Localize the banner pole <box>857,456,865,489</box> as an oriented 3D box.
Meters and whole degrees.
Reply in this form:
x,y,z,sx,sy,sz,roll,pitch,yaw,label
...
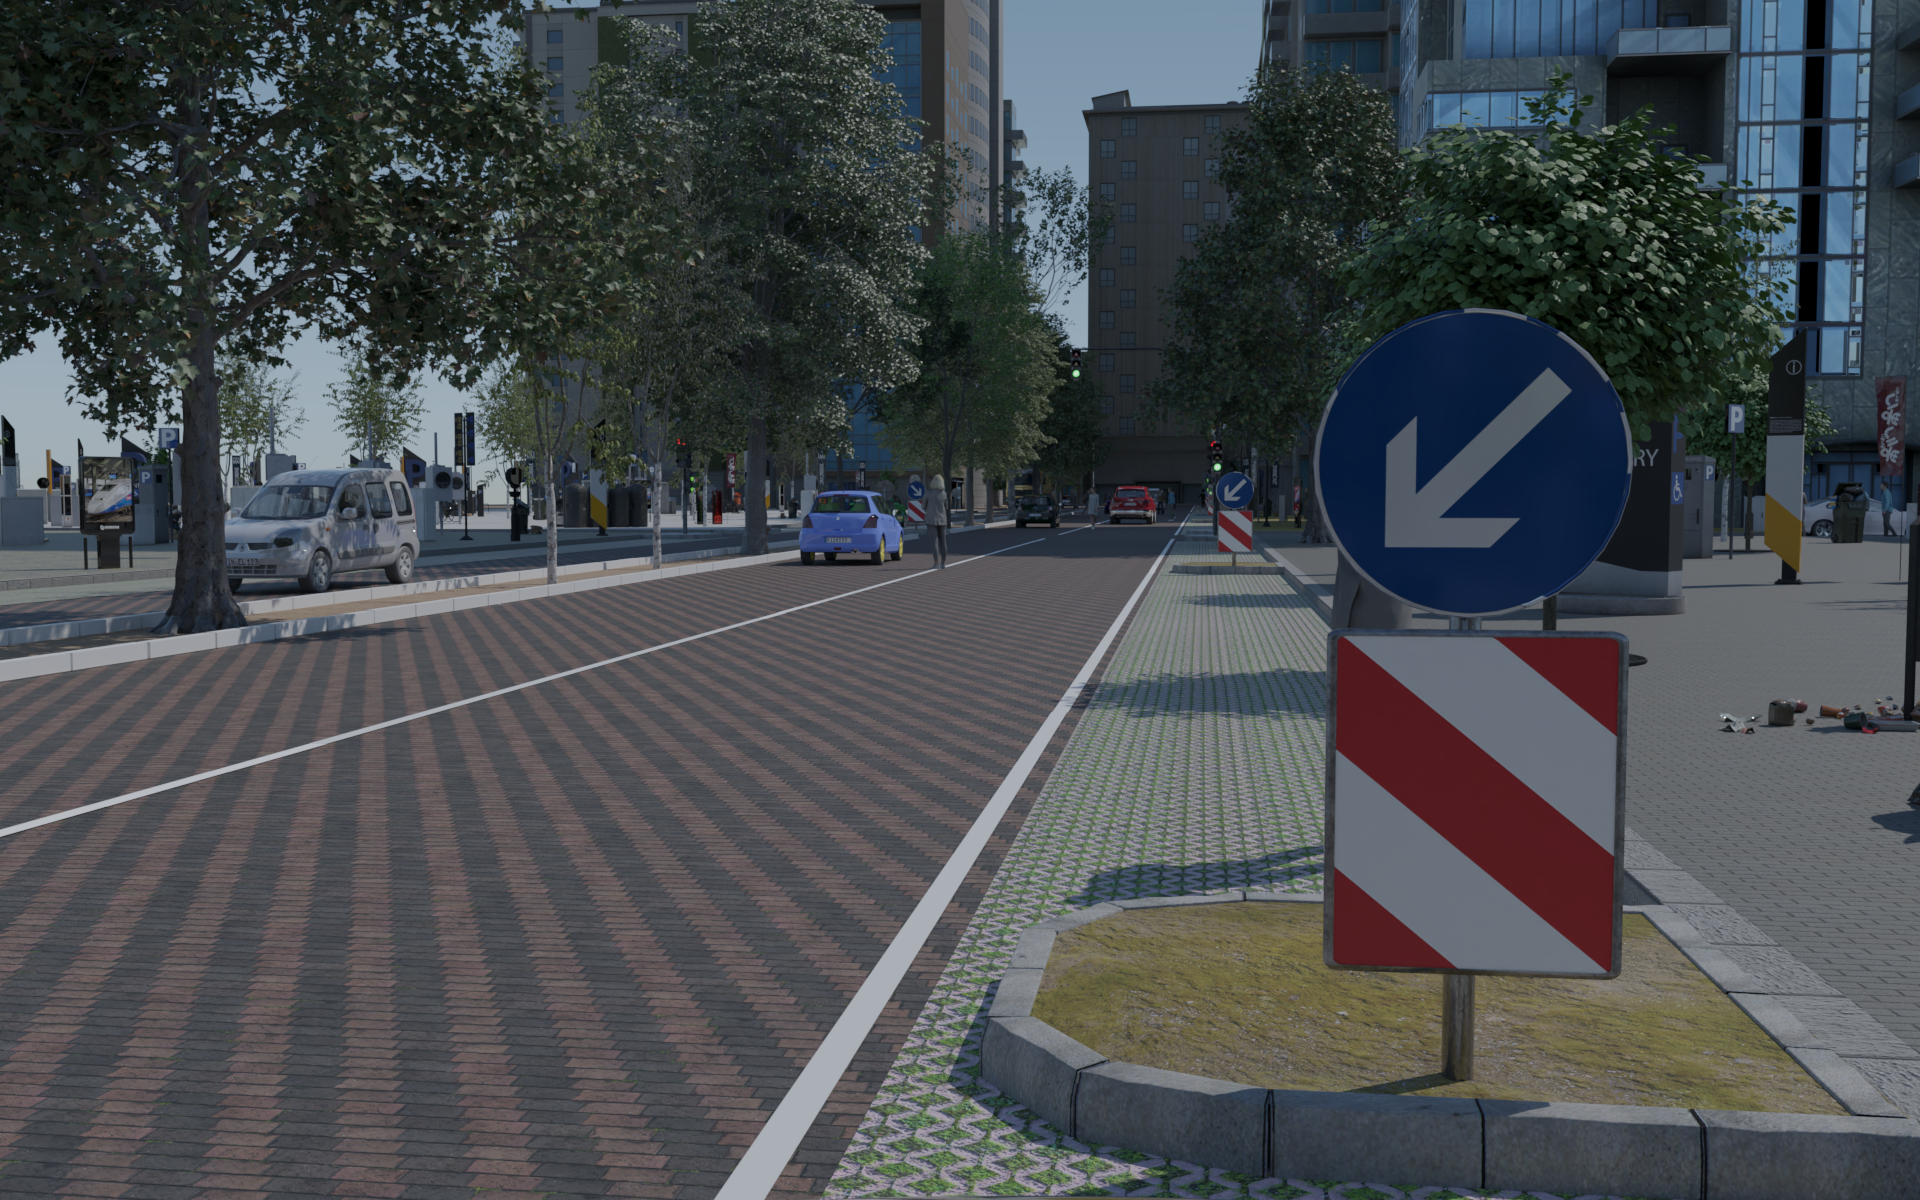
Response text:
x,y,z,sx,sy,sz,roll,pitch,yaw,label
-6.570,-7.615,114.521,0.863,3.779,0.401,-3,5,-43,banner pole

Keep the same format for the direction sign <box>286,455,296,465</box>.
x,y,z,sx,sy,sz,roll,pitch,yaw,label
-38.876,-6.636,100.497,0.379,3.537,0.876,2,4,35,direction sign

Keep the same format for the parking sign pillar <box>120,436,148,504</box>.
x,y,z,sx,sy,sz,roll,pitch,yaw,label
-38.145,-5.609,80.183,1.447,3.967,1.447,0,4,-4,parking sign pillar

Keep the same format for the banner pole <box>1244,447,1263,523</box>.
x,y,z,sx,sy,sz,roll,pitch,yaw,label
13.289,-5.368,77.776,0.401,3.779,0.863,-2,4,-24,banner pole

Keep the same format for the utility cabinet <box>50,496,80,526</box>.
x,y,z,sx,sy,sz,roll,pitch,yaw,label
-35.556,-3.527,68.831,1.020,1.237,0.306,-1,4,-18,utility cabinet

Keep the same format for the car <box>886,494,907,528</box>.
x,y,z,sx,sy,sz,roll,pitch,yaw,label
-3.225,-3.597,67.603,1.959,1.807,4.718,0,4,8,car

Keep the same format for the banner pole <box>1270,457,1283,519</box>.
x,y,z,sx,sy,sz,roll,pitch,yaw,label
16.523,-6.117,90.038,0.863,3.779,0.401,1,4,14,banner pole

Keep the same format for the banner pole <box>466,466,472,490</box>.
x,y,z,sx,sy,sz,roll,pitch,yaw,label
-39.802,-9.210,140.597,0.401,3.779,0.863,1,4,20,banner pole

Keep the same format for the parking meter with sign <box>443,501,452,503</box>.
x,y,z,sx,sy,sz,roll,pitch,yaw,label
-35.553,-7.453,118.122,1.738,3.016,0.543,-1,4,-22,parking meter with sign

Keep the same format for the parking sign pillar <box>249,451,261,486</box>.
x,y,z,sx,sy,sz,roll,pitch,yaw,label
-41.985,-7.019,103.233,1.447,3.967,1.447,-1,4,-12,parking sign pillar

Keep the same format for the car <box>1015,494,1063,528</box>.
x,y,z,sx,sy,sz,roll,pitch,yaw,label
3.355,-3.936,74.141,2.009,1.686,4.222,0,4,7,car

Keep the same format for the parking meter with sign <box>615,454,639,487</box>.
x,y,z,sx,sy,sz,roll,pitch,yaw,label
-14.615,-4.787,74.526,0.543,3.016,1.738,2,4,33,parking meter with sign

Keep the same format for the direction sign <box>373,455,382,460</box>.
x,y,z,sx,sy,sz,roll,pitch,yaw,label
-33.446,-6.573,99.472,0.379,3.537,0.876,2,4,32,direction sign

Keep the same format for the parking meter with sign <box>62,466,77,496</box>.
x,y,z,sx,sy,sz,roll,pitch,yaw,label
-55.014,-6.831,107.944,0.543,3.016,1.738,1,4,15,parking meter with sign

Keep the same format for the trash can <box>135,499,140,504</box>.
x,y,z,sx,sy,sz,roll,pitch,yaw,label
-22.665,-2.200,47.630,0.748,1.137,0.748,0,3,0,trash can

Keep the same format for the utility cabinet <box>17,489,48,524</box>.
x,y,z,sx,sy,sz,roll,pitch,yaw,label
-38.764,-3.890,72.273,1.173,1.500,0.318,-1,4,-22,utility cabinet

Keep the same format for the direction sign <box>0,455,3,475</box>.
x,y,z,sx,sy,sz,roll,pitch,yaw,label
-55.586,-6.646,100.660,0.876,3.537,0.379,-1,4,-17,direction sign

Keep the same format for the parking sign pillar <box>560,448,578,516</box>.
x,y,z,sx,sy,sz,roll,pitch,yaw,label
-22.826,-6.903,101.336,1.447,3.967,1.447,-3,5,-41,parking sign pillar

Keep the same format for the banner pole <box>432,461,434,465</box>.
x,y,z,sx,sy,sz,roll,pitch,yaw,label
-39.162,-8.534,129.545,0.401,3.779,0.863,3,5,39,banner pole

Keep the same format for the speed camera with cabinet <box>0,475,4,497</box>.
x,y,z,sx,sy,sz,roll,pitch,yaw,label
-45.021,-5.409,82.777,0.660,3.252,2.038,1,4,21,speed camera with cabinet

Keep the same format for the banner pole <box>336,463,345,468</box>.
x,y,z,sx,sy,sz,roll,pitch,yaw,label
-50.238,-9.214,140.659,0.863,3.779,0.401,-1,4,-22,banner pole

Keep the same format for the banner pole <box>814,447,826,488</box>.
x,y,z,sx,sy,sz,roll,pitch,yaw,label
-6.900,-5.794,84.746,0.863,3.779,0.401,2,4,28,banner pole

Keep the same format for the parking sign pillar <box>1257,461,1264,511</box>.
x,y,z,sx,sy,sz,roll,pitch,yaw,label
23.201,-8.910,134.157,1.447,3.967,1.447,1,4,18,parking sign pillar

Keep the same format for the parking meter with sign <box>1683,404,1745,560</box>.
x,y,z,sx,sy,sz,roll,pitch,yaw,label
14.639,-2.341,34.544,0.543,3.016,1.738,-2,4,-35,parking meter with sign

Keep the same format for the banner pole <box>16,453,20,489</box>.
x,y,z,sx,sy,sz,roll,pitch,yaw,label
-60.891,-7.443,111.714,0.863,3.779,0.401,2,4,23,banner pole

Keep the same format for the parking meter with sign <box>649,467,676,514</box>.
x,y,z,sx,sy,sz,roll,pitch,yaw,label
-18.893,-6.973,110.262,0.543,3.016,1.738,3,5,44,parking meter with sign

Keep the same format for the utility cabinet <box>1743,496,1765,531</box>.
x,y,z,sx,sy,sz,roll,pitch,yaw,label
27.459,-2.973,59.771,1.020,1.237,0.306,-3,4,-36,utility cabinet

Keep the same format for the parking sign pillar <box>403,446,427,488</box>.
x,y,z,sx,sy,sz,roll,pitch,yaw,label
-30.577,-6.658,97.335,1.447,3.967,1.447,-3,4,-36,parking sign pillar

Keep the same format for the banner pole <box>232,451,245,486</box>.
x,y,z,sx,sy,sz,roll,pitch,yaw,label
-40.938,-6.632,98.448,0.863,3.779,0.401,-3,4,-36,banner pole

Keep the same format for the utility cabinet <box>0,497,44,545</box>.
x,y,z,sx,sy,sz,roll,pitch,yaw,label
-23.841,-2.005,43.947,0.306,1.237,1.020,3,5,40,utility cabinet

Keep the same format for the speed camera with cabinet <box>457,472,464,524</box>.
x,y,z,sx,sy,sz,roll,pitch,yaw,label
-21.864,-4.793,72.695,2.038,3.252,0.660,-1,4,-21,speed camera with cabinet

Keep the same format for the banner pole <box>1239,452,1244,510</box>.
x,y,z,sx,sy,sz,roll,pitch,yaw,label
16.868,-6.904,102.905,0.863,3.779,0.401,0,4,4,banner pole

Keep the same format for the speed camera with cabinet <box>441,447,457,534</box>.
x,y,z,sx,sy,sz,roll,pitch,yaw,label
-17.157,-3.704,54.903,2.038,3.252,0.660,-3,5,-42,speed camera with cabinet

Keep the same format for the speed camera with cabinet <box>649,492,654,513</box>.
x,y,z,sx,sy,sz,roll,pitch,yaw,label
-20.929,-7.491,116.818,0.660,3.252,2.038,2,4,27,speed camera with cabinet

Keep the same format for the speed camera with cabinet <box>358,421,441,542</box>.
x,y,z,sx,sy,sz,roll,pitch,yaw,label
-15.341,-3.234,47.209,2.038,3.252,0.660,1,4,15,speed camera with cabinet

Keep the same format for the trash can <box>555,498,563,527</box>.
x,y,z,sx,sy,sz,roll,pitch,yaw,label
-15.664,-3.419,67.557,0.748,1.137,0.748,0,3,0,trash can

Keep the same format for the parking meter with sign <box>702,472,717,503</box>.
x,y,z,sx,sy,sz,roll,pitch,yaw,label
-19.645,-8.609,137.017,1.738,3.016,0.543,2,4,27,parking meter with sign

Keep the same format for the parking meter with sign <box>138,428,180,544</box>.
x,y,z,sx,sy,sz,roll,pitch,yaw,label
-20.876,-2.967,44.769,0.543,3.016,1.738,0,4,7,parking meter with sign

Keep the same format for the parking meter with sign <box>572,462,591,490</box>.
x,y,z,sx,sy,sz,roll,pitch,yaw,label
-20.577,-6.108,96.125,1.738,3.016,0.543,-2,4,-31,parking meter with sign

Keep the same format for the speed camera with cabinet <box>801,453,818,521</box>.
x,y,z,sx,sy,sz,roll,pitch,yaw,label
-7.184,-5.401,82.639,0.660,3.252,2.038,0,4,2,speed camera with cabinet

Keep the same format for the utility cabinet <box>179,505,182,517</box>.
x,y,z,sx,sy,sz,roll,pitch,yaw,label
-43.427,-5.282,97.524,1.020,1.237,0.306,-3,5,-41,utility cabinet

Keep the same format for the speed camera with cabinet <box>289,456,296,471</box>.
x,y,z,sx,sy,sz,roll,pitch,yaw,label
-15.307,-2.726,38.904,0.660,3.252,2.038,-1,4,-16,speed camera with cabinet

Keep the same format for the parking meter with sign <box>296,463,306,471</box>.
x,y,z,sx,sy,sz,roll,pitch,yaw,label
-37.485,-6.185,97.386,1.738,3.016,0.543,3,4,37,parking meter with sign

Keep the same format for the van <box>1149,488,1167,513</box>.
x,y,z,sx,sy,sz,roll,pitch,yaw,label
14.623,-7.556,130.557,2.013,2.044,4.112,0,4,6,van

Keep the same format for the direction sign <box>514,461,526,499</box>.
x,y,z,sx,sy,sz,roll,pitch,yaw,label
-29.954,-7.708,118.021,0.876,3.537,0.379,0,4,5,direction sign

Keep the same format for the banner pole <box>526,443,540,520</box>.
x,y,z,sx,sy,sz,roll,pitch,yaw,label
-20.768,-5.779,84.508,0.863,3.779,0.401,-2,4,-29,banner pole

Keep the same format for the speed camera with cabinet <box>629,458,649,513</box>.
x,y,z,sx,sy,sz,roll,pitch,yaw,label
-18.275,-6.155,94.973,2.038,3.252,0.660,-1,4,-9,speed camera with cabinet

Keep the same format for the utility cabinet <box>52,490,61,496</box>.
x,y,z,sx,sy,sz,roll,pitch,yaw,label
-45.009,-4.741,86.199,1.173,1.500,0.318,2,4,29,utility cabinet

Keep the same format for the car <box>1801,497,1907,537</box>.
x,y,z,sx,sy,sz,roll,pitch,yaw,label
28.320,-2.587,54.660,4.827,1.381,2.083,0,4,6,car

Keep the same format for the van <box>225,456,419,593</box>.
x,y,z,sx,sy,sz,roll,pitch,yaw,label
-9.877,-1.192,26.495,2.013,2.044,4.112,1,4,9,van

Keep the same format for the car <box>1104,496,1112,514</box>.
x,y,z,sx,sy,sz,roll,pitch,yaw,label
11.463,-6.944,126.109,1.945,1.354,3.894,1,4,9,car

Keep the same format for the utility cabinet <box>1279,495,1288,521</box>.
x,y,z,sx,sy,sz,roll,pitch,yaw,label
15.431,-4.366,82.544,0.306,1.237,1.020,1,4,19,utility cabinet

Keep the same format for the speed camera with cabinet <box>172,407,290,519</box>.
x,y,z,sx,sy,sz,roll,pitch,yaw,label
-14.783,-2.491,35.066,2.038,3.252,0.660,-1,4,-14,speed camera with cabinet

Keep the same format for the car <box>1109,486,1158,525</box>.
x,y,z,sx,sy,sz,roll,pitch,yaw,label
8.315,-4.554,83.131,2.281,1.827,5.304,1,4,9,car

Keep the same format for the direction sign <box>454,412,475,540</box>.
x,y,z,sx,sy,sz,roll,pitch,yaw,label
-13.742,-3.432,48.112,0.876,3.537,0.379,3,4,38,direction sign

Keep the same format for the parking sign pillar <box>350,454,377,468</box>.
x,y,z,sx,sy,sz,roll,pitch,yaw,label
-39.830,-7.739,115.011,1.447,3.967,1.447,0,4,-7,parking sign pillar

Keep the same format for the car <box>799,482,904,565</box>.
x,y,z,sx,sy,sz,roll,pitch,yaw,label
-2.219,-1.632,36.267,1.945,1.707,3.694,0,4,7,car

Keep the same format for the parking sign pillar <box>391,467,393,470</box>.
x,y,z,sx,sy,sz,roll,pitch,yaw,label
-39.122,-7.903,117.694,1.447,3.967,1.447,-3,5,-41,parking sign pillar

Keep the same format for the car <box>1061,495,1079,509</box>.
x,y,z,sx,sy,sz,roll,pitch,yaw,label
10.852,-9.798,172.771,1.945,1.354,3.894,1,4,9,car
